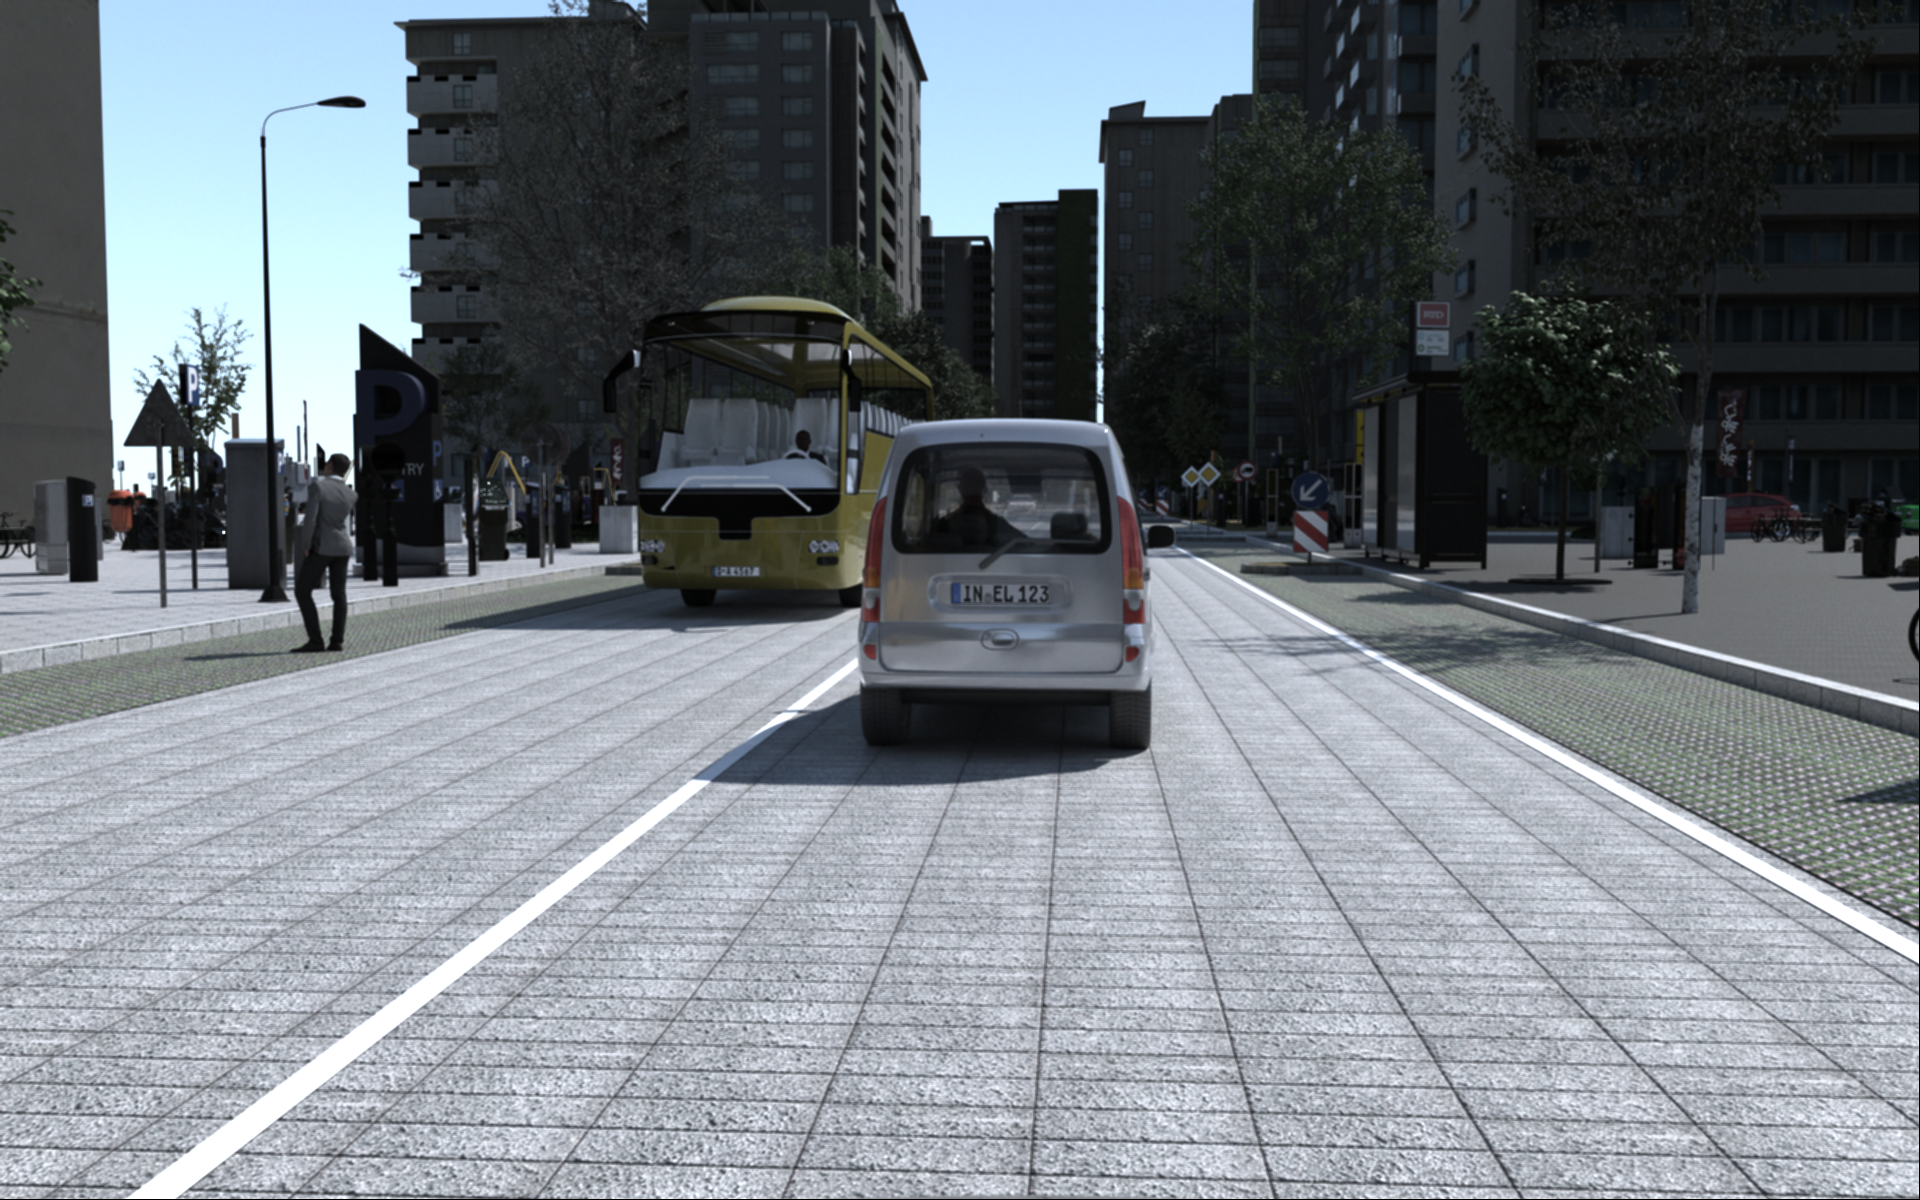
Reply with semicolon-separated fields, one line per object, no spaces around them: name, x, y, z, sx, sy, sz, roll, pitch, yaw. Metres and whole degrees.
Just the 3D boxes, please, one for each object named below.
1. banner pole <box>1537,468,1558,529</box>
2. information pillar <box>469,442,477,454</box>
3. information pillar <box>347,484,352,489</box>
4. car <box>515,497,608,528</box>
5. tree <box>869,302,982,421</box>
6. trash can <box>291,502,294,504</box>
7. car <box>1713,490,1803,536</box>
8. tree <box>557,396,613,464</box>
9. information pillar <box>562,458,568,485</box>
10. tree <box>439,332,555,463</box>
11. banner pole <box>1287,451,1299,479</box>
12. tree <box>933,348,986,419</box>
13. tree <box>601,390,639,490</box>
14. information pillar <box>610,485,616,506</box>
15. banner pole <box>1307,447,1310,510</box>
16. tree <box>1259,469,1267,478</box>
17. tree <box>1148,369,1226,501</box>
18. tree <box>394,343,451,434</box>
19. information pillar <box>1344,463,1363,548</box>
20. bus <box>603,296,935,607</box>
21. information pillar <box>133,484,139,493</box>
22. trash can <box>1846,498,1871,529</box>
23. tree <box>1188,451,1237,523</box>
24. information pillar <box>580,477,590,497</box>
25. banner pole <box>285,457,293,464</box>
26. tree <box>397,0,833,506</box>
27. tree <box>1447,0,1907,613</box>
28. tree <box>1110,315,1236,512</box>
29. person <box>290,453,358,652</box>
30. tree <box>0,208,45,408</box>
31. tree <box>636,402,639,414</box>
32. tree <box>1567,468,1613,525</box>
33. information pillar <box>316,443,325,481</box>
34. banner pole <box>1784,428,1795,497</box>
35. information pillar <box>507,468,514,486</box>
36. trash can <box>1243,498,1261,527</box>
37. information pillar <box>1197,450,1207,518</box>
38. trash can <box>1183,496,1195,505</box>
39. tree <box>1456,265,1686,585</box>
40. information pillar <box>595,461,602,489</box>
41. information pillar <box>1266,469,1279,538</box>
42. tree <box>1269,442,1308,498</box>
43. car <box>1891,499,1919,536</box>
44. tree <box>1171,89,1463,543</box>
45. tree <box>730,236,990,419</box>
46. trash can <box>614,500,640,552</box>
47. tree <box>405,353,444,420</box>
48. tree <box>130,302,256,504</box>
banner pole;21.630;-4.511;63.769;0.401;3.779;0.863;-3;5;-44
information pillar;-21.858;-5.291;77.866;0.183;3.616;0.504;2;4;24
information pillar;-45.191;-7.574;128.324;0.304;2.012;0.304;-2;4;-33
car;-13.623;-2.812;58.549;3.894;1.354;1.945;0;4;3
tree;-3.262;-11.433;103.933;9.611;12.733;9.660;0;3;0
trash can;-30.286;-4.064;78.106;0.748;1.137;0.748;0;3;0
car;25.105;-2.914;56.680;4.494;1.783;2.155;0;4;6
tree;-28.027;-10.922;128.944;4.360;8.622;3.978;0;3;0
information pillar;-22.516;-6.579;98.929;0.504;3.616;0.183;0;4;-8
tree;-26.919;-10.071;99.065;8.767;10.594;7.601;1;4;9
banner pole;19.358;-6.760;100.545;0.863;3.779;0.401;1;4;15
tree;-1.077;-13.222;134.310;7.486;12.596;7.792;0;3;0
tree;-21.390;-10.091;115.355;4.737;8.622;4.395;0;3;0
information pillar;-21.862;-6.398;109.093;0.304;2.012;0.304;0;4;2
banner pole;16.803;-5.704;83.278;0.401;3.779;0.863;0;4;3
tree;23.087;-8.305;130.392;1.663;3.219;1.824;0;3;0
tree;13.439;-9.259;101.743;4.737;8.622;4.395;0;3;0
tree;-26.546;-8.161;83.793;4.737;8.622;4.395;0;3;0
information pillar;9.318;-2.235;41.038;0.304;2.012;0.304;-2;4;-34
bus;-2.123;-2.065;25.305;2.896;3.916;12.252;0;4;4
information pillar;-58.586;-7.258;123.152;0.304;2.012;0.304;-3;5;-40
trash can;30.897;-2.932;59.598;0.748;1.137;0.748;0;3;0
tree;11.407;-5.064;77.402;1.663;3.219;1.824;0;3;0
information pillar;-16.051;-4.260;74.135;0.304;2.012;0.304;-3;4;-36
banner pole;-39.928;-6.890;102.664;0.863;3.779;0.401;0;4;0
tree;-8.125;-8.047;41.945;12.009;13.543;11.850;0;3;0
tree;7.731;-4.175;18.619;4.360;8.622;3.978;0;3;0
tree;15.076;-13.213;122.680;9.857;13.997;8.962;0;3;0
person;-5.761;-0.429;15.697;0.592;1.802;0.473;-3;5;-44
tree;-9.379;-1.877;14.396;4.285;4.588;4.351;0;3;0
tree;-15.673;-8.799;94.220;4.360;8.622;3.978;0;3;0
tree;23.309;-4.222;63.631;1.663;3.219;1.824;0;3;0
information pillar;-29.188;-5.370;79.148;0.183;3.616;0.504;1;4;21
banner pole;31.575;-4.646;65.987;0.863;3.779;0.401;-3;4;-37
information pillar;-27.763;-7.076;107.040;0.504;3.616;0.183;2;4;23
trash can;11.387;-3.414;67.465;0.748;1.137;0.748;0;3;0
information pillar;12.892;-6.172;92.274;0.504;3.616;0.183;2;4;24
trash can;14.060;-5.776;106.084;0.748;1.137;0.748;0;3;0
tree;8.678;-2.521;24.934;4.285;4.588;4.351;0;3;0
information pillar;-25.163;-7.903;120.571;0.504;3.616;0.183;-2;4;-33
information pillar;9.221;-2.851;51.108;0.304;2.012;0.304;1;4;17
tree;21.241;-7.729;110.087;4.285;4.588;4.351;0;3;0
car;32.489;-2.868;55.688;4.718;1.807;1.959;0;4;5
tree;9.204;-7.327;45.558;9.928;11.665;9.643;0;3;0
tree;-5.760;-8.741;68.665;9.928;11.665;9.643;0;3;0
trash can;-7.358;-1.652;38.661;0.748;1.137;0.748;0;3;0
tree;-28.439;-8.498;89.305;4.360;8.622;3.978;0;3;0
tree;-28.861;-7.070;65.951;4.737;8.622;4.395;0;3;0
